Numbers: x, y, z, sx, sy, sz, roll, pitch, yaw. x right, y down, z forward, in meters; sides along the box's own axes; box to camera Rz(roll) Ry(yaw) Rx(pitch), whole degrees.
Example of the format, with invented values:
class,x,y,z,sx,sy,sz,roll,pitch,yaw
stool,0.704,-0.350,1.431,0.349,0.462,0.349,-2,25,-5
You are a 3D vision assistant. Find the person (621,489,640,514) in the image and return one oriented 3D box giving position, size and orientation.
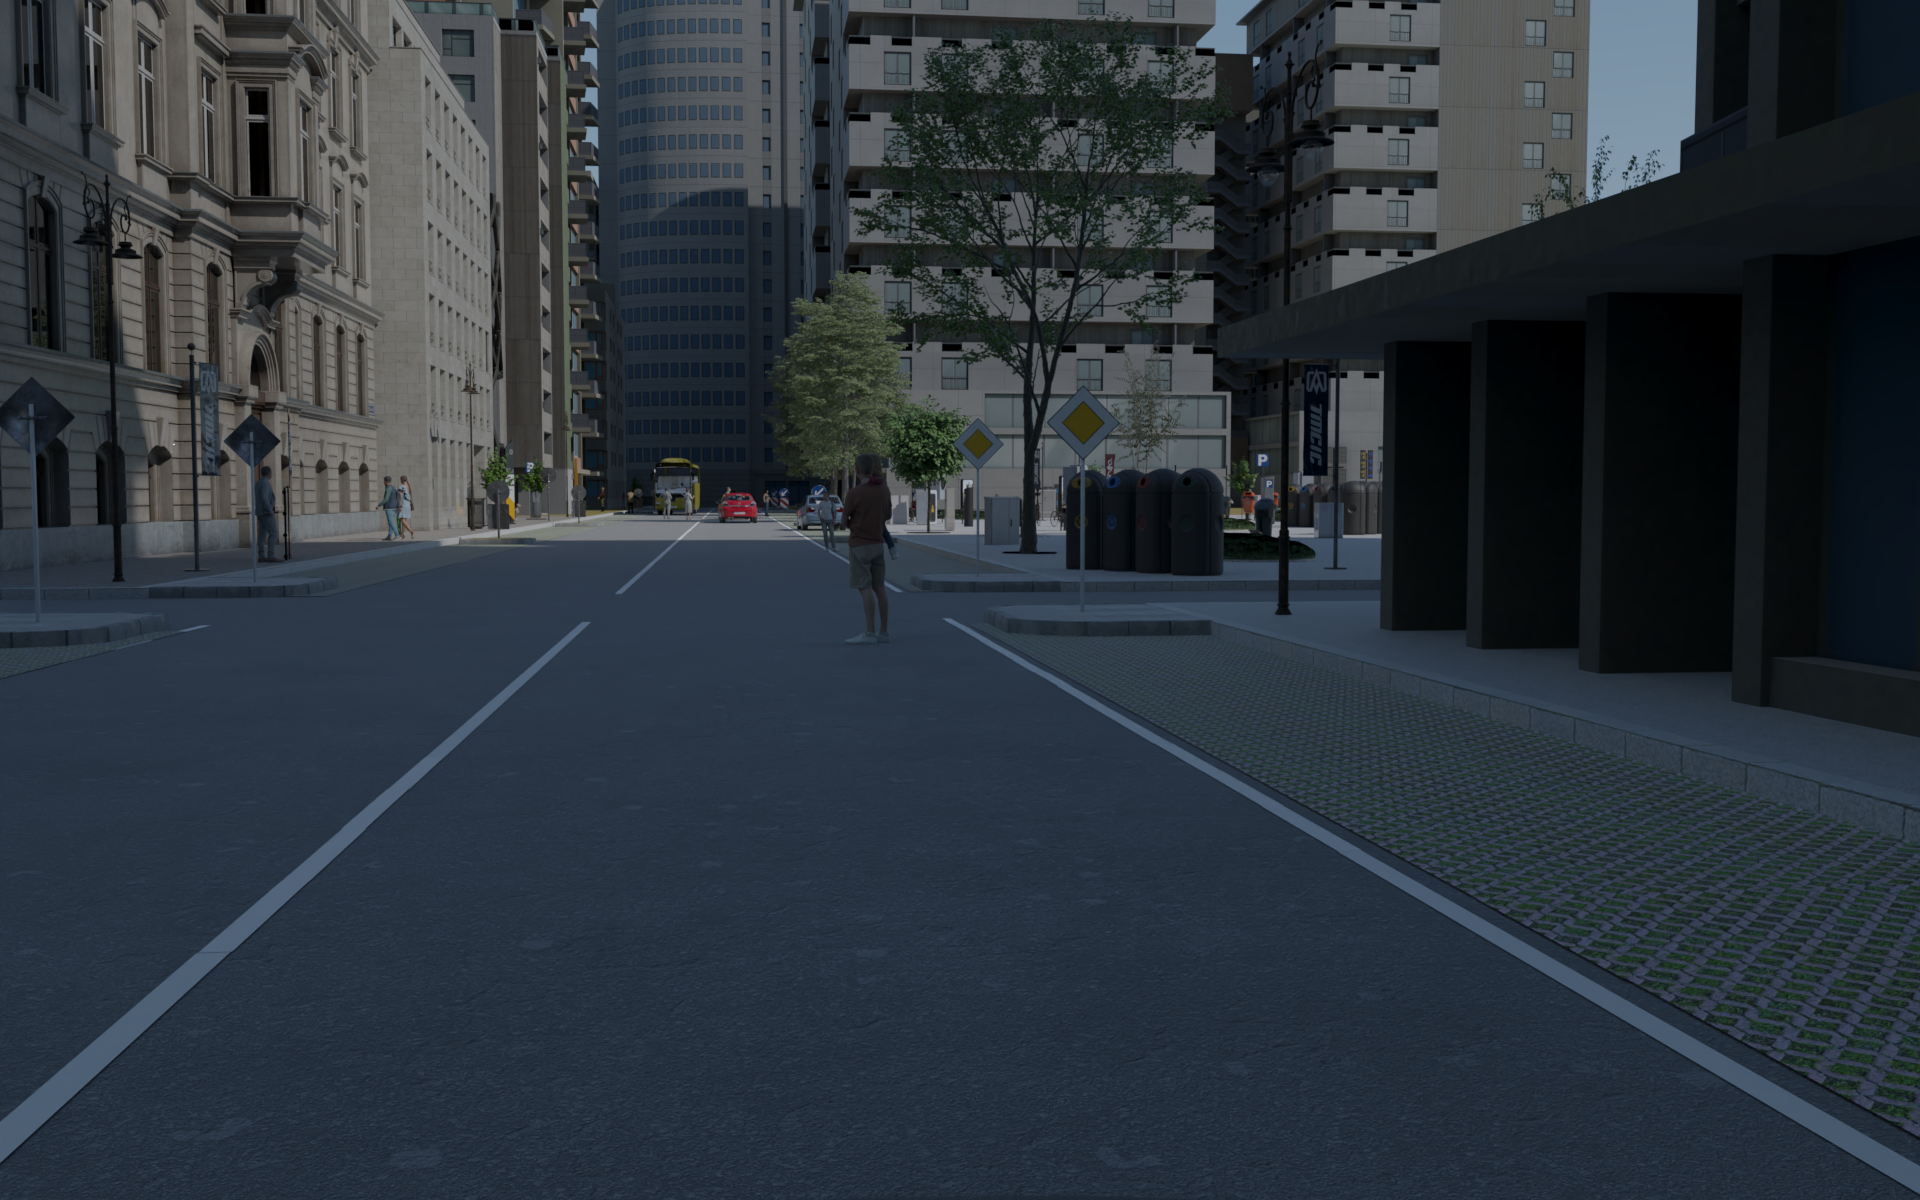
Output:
class,x,y,z,sx,sy,sz,roll,pitch,yaw
person,-23.593,-7.058,123.992,1.348,1.812,0.705,-1,4,-22

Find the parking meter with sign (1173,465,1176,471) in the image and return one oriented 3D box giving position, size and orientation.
class,x,y,z,sx,sy,sz,roll,pitch,yaw
parking meter with sign,12.069,-6.594,104.075,1.738,3.016,0.543,0,4,-8

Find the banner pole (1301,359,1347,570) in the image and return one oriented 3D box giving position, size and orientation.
class,x,y,z,sx,sy,sz,roll,pitch,yaw
banner pole,6.196,-2.412,29.454,0.863,3.779,0.401,-1,4,-14

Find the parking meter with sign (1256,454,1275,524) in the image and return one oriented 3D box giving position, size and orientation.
class,x,y,z,sx,sy,sz,roll,pitch,yaw
parking meter with sign,13.141,-4.767,74.202,0.543,3.016,1.738,0,4,-4

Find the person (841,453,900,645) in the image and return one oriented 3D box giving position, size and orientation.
class,x,y,z,sx,sy,sz,roll,pitch,yaw
person,-0.865,-0.502,16.688,0.573,1.828,0.580,0,4,-5

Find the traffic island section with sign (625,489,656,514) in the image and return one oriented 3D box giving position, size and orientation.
class,x,y,z,sx,sy,sz,roll,pitch,yaw
traffic island section with sign,-23.408,-7.202,126.374,1.989,1.847,2.006,0,4,-8

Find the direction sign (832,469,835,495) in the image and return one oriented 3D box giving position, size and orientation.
class,x,y,z,sx,sy,sz,roll,pitch,yaw
direction sign,-6.783,-6.179,93.017,0.379,3.537,0.876,0,4,4

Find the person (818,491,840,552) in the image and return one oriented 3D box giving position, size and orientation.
class,x,y,z,sx,sy,sz,roll,pitch,yaw
person,-3.260,-1.955,43.062,0.503,1.515,0.523,-2,4,-34

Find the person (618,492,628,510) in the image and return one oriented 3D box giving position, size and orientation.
class,x,y,z,sx,sy,sz,roll,pitch,yaw
person,-27.838,-8.186,143.104,0.991,1.433,0.599,-3,5,-42

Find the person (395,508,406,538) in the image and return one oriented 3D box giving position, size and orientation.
class,x,y,z,sx,sy,sz,roll,pitch,yaw
person,-16.059,-2.413,49.742,0.306,1.304,0.590,-2,4,-23

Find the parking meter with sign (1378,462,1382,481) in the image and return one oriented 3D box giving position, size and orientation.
class,x,y,z,sx,sy,sz,roll,pitch,yaw
parking meter with sign,23.494,-5.949,93.519,1.738,3.016,0.543,0,4,2

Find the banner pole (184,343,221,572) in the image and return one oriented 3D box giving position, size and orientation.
class,x,y,z,sx,sy,sz,roll,pitch,yaw
banner pole,-12.651,-2.383,28.984,0.401,3.779,0.863,1,4,16

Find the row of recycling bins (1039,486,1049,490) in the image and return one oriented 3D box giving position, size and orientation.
class,x,y,z,sx,sy,sz,roll,pitch,yaw
row of recycling bins,5.158,-5.359,94.736,1.069,1.692,3.534,2,4,26

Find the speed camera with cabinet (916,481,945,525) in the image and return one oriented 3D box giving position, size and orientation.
class,x,y,z,sx,sy,sz,roll,pitch,yaw
speed camera with cabinet,-1.196,-4.755,72.079,0.660,3.252,2.038,1,4,20

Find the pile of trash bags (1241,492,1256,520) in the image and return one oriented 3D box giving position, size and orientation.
class,x,y,z,sx,sy,sz,roll,pitch,yaw
pile of trash bags,11.347,-4.074,76.362,3.447,1.369,1.912,1,4,22

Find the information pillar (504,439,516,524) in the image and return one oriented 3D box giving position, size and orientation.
class,x,y,z,sx,sy,sz,roll,pitch,yaw
information pillar,-19.112,-5.023,73.484,0.183,3.616,0.504,2,4,31

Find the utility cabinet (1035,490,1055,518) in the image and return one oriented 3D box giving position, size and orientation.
class,x,y,z,sx,sy,sz,roll,pitch,yaw
utility cabinet,4.488,-5.117,92.337,1.173,1.500,0.318,0,4,7

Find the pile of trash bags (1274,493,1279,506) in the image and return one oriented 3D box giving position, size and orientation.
class,x,y,z,sx,sy,sz,roll,pitch,yaw
pile of trash bags,20.054,-5.691,102.802,3.447,1.369,1.912,1,4,13

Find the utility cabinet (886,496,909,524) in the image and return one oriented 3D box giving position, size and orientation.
class,x,y,z,sx,sy,sz,roll,pitch,yaw
utility cabinet,-2.664,-3.819,73.608,1.020,1.237,0.306,-3,5,-40

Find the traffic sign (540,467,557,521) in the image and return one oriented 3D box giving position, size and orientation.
class,x,y,z,sx,sy,sz,roll,pitch,yaw
traffic sign,-19.630,-5.046,82.615,0.768,2.556,0.104,0,4,-1

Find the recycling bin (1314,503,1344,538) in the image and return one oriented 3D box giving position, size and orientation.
class,x,y,z,sx,sy,sz,roll,pitch,yaw
recycling bin,10.754,-2.322,50.522,0.722,1.027,0.722,0,4,0

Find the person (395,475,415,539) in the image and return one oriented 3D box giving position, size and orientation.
class,x,y,z,sx,sy,sz,roll,pitch,yaw
person,-15.639,-2.617,48.928,0.778,1.811,0.616,2,4,31

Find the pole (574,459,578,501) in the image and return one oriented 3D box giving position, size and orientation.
class,x,y,z,sx,sy,sz,roll,pitch,yaw
pole,-22.170,-6.494,100.023,0.158,3.312,0.155,0,3,0

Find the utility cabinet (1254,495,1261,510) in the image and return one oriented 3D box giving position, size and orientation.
class,x,y,z,sx,sy,sz,roll,pitch,yaw
utility cabinet,17.011,-5.276,97.426,1.020,1.237,0.306,-2,4,-34

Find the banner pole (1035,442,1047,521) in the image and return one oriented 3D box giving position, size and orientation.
class,x,y,z,sx,sy,sz,roll,pitch,yaw
banner pole,3.785,-5.702,83.249,0.863,3.779,0.401,3,4,37

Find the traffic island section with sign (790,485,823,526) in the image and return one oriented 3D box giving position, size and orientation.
class,x,y,z,sx,sy,sz,roll,pitch,yaw
traffic island section with sign,-6.478,-4.237,77.906,1.989,1.847,2.006,0,4,-8

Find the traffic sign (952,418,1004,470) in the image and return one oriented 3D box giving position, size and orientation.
class,x,y,z,sx,sy,sz,roll,pitch,yaw
traffic sign,0.297,-1.493,26.607,0.795,2.593,0.064,0,4,-8

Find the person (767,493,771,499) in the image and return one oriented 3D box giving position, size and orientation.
class,x,y,z,sx,sy,sz,roll,pitch,yaw
person,-18.629,-9.731,167.630,0.705,1.821,1.348,1,4,14

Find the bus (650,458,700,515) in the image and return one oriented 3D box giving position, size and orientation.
class,x,y,z,sx,sy,sz,roll,pitch,yaw
bus,-19.917,-7.990,122.185,2.896,3.916,12.252,0,4,-6

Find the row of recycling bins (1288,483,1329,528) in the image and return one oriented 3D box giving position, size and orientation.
class,x,y,z,sx,sy,sz,roll,pitch,yaw
row of recycling bins,13.713,-3.638,66.589,1.069,1.692,3.534,-2,4,-27

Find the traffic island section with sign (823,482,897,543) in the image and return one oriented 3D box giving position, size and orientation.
class,x,y,z,sx,sy,sz,roll,pitch,yaw
traffic island section with sign,-2.921,-2.603,51.186,1.989,1.847,2.006,0,4,-8

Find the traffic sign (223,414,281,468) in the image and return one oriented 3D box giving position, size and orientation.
class,x,y,z,sx,sy,sz,roll,pitch,yaw
traffic sign,-10.307,-1.409,25.226,0.795,2.593,0.064,0,4,-8

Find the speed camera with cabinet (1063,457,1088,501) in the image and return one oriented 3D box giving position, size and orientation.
class,x,y,z,sx,sy,sz,roll,pitch,yaw
speed camera with cabinet,4.025,-3.735,55.409,0.660,3.252,2.038,2,4,34

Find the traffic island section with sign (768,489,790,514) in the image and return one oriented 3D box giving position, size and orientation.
class,x,y,z,sx,sy,sz,roll,pitch,yaw
traffic island section with sign,-13.070,-7.275,127.566,1.989,1.847,2.006,0,4,-8

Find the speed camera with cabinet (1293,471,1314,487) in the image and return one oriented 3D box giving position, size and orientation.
class,x,y,z,sx,sy,sz,roll,pitch,yaw
speed camera with cabinet,14.612,-4.652,70.394,2.038,3.252,0.660,-1,4,-9

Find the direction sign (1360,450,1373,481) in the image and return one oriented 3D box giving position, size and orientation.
class,x,y,z,sx,sy,sz,roll,pitch,yaw
direction sign,20.892,-5.937,89.072,0.876,3.537,0.379,-2,4,-32

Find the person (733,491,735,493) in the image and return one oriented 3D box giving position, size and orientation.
class,x,y,z,sx,sy,sz,roll,pitch,yaw
person,-19.560,-8.585,149.551,0.721,1.739,1.217,3,4,36

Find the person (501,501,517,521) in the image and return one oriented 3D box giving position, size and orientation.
class,x,y,z,sx,sy,sz,roll,pitch,yaw
person,-21.292,-4.582,81.438,0.782,1.767,0.515,2,4,25

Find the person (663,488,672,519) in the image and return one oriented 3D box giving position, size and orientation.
class,x,y,z,sx,sy,sz,roll,pitch,yaw
person,-16.844,-5.570,99.752,0.511,1.800,0.466,1,4,8

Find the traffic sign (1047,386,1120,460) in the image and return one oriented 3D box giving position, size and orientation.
class,x,y,z,sx,sy,sz,roll,pitch,yaw
traffic sign,1.347,-1.009,18.691,0.795,2.593,0.064,0,4,-8

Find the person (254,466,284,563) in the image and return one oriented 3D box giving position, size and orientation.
class,x,y,z,sx,sy,sz,roll,pitch,yaw
person,-13.047,-1.615,32.548,0.635,1.810,0.391,3,5,42

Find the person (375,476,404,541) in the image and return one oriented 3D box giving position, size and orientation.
class,x,y,z,sx,sy,sz,roll,pitch,yaw
person,-15.662,-2.520,47.589,0.721,1.781,0.623,-1,4,-12

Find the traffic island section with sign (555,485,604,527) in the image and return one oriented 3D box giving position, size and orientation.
class,x,y,z,sx,sy,sz,roll,pitch,yaw
traffic island section with sign,-16.787,-4.148,76.446,1.989,1.847,2.006,0,4,-8

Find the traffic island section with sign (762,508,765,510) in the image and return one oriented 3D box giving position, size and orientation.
class,x,y,z,sx,sy,sz,roll,pitch,yaw
traffic island section with sign,-16.693,-8.947,154.910,1.989,1.847,2.006,0,4,-8

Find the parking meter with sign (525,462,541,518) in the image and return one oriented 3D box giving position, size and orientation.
class,x,y,z,sx,sy,sz,roll,pitch,yaw
parking meter with sign,-23.156,-5.990,94.202,0.543,3.016,1.738,-2,4,-26

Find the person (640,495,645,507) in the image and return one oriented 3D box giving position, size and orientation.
class,x,y,z,sx,sy,sz,roll,pitch,yaw
person,-32.182,-10.146,175.190,1.065,1.426,0.557,1,4,21

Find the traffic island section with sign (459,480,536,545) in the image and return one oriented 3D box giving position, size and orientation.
class,x,y,z,sx,sy,sz,roll,pitch,yaw
traffic island section with sign,-13.243,-2.514,49.724,1.989,1.847,2.006,0,4,-8

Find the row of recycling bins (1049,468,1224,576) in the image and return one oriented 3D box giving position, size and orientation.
class,x,y,z,sx,sy,sz,roll,pitch,yaw
row of recycling bins,3.017,-1.314,28.594,1.069,1.692,3.534,-2,4,-35

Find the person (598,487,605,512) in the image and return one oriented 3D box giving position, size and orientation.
class,x,y,z,sx,sy,sz,roll,pitch,yaw
person,-26.065,-7.298,125.878,0.721,1.766,1.217,0,4,7

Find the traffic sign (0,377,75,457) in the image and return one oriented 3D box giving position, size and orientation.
class,x,y,z,sx,sy,sz,roll,pitch,yaw
traffic sign,-9.257,-0.925,17.310,0.795,2.593,0.064,0,4,-8

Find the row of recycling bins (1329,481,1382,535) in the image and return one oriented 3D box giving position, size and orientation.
class,x,y,z,sx,sy,sz,roll,pitch,yaw
row of recycling bins,13.048,-2.959,55.499,1.069,1.692,3.534,2,4,32

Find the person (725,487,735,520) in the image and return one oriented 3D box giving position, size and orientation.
class,x,y,z,sx,sy,sz,roll,pitch,yaw
person,-12.688,-5.290,95.098,0.767,1.812,0.694,0,4,-8

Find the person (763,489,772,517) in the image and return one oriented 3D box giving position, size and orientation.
class,x,y,z,sx,sy,sz,roll,pitch,yaw
person,-12.168,-6.139,109.600,0.721,1.735,1.217,1,4,16

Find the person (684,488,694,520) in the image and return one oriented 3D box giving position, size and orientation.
class,x,y,z,sx,sy,sz,roll,pitch,yaw
person,-15.151,-5.372,96.910,0.480,1.755,0.524,1,4,19

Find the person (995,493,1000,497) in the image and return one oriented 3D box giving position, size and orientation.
class,x,y,z,sx,sy,sz,roll,pitch,yaw
person,1.288,-2.977,58.965,0.306,1.304,0.590,0,4,6
